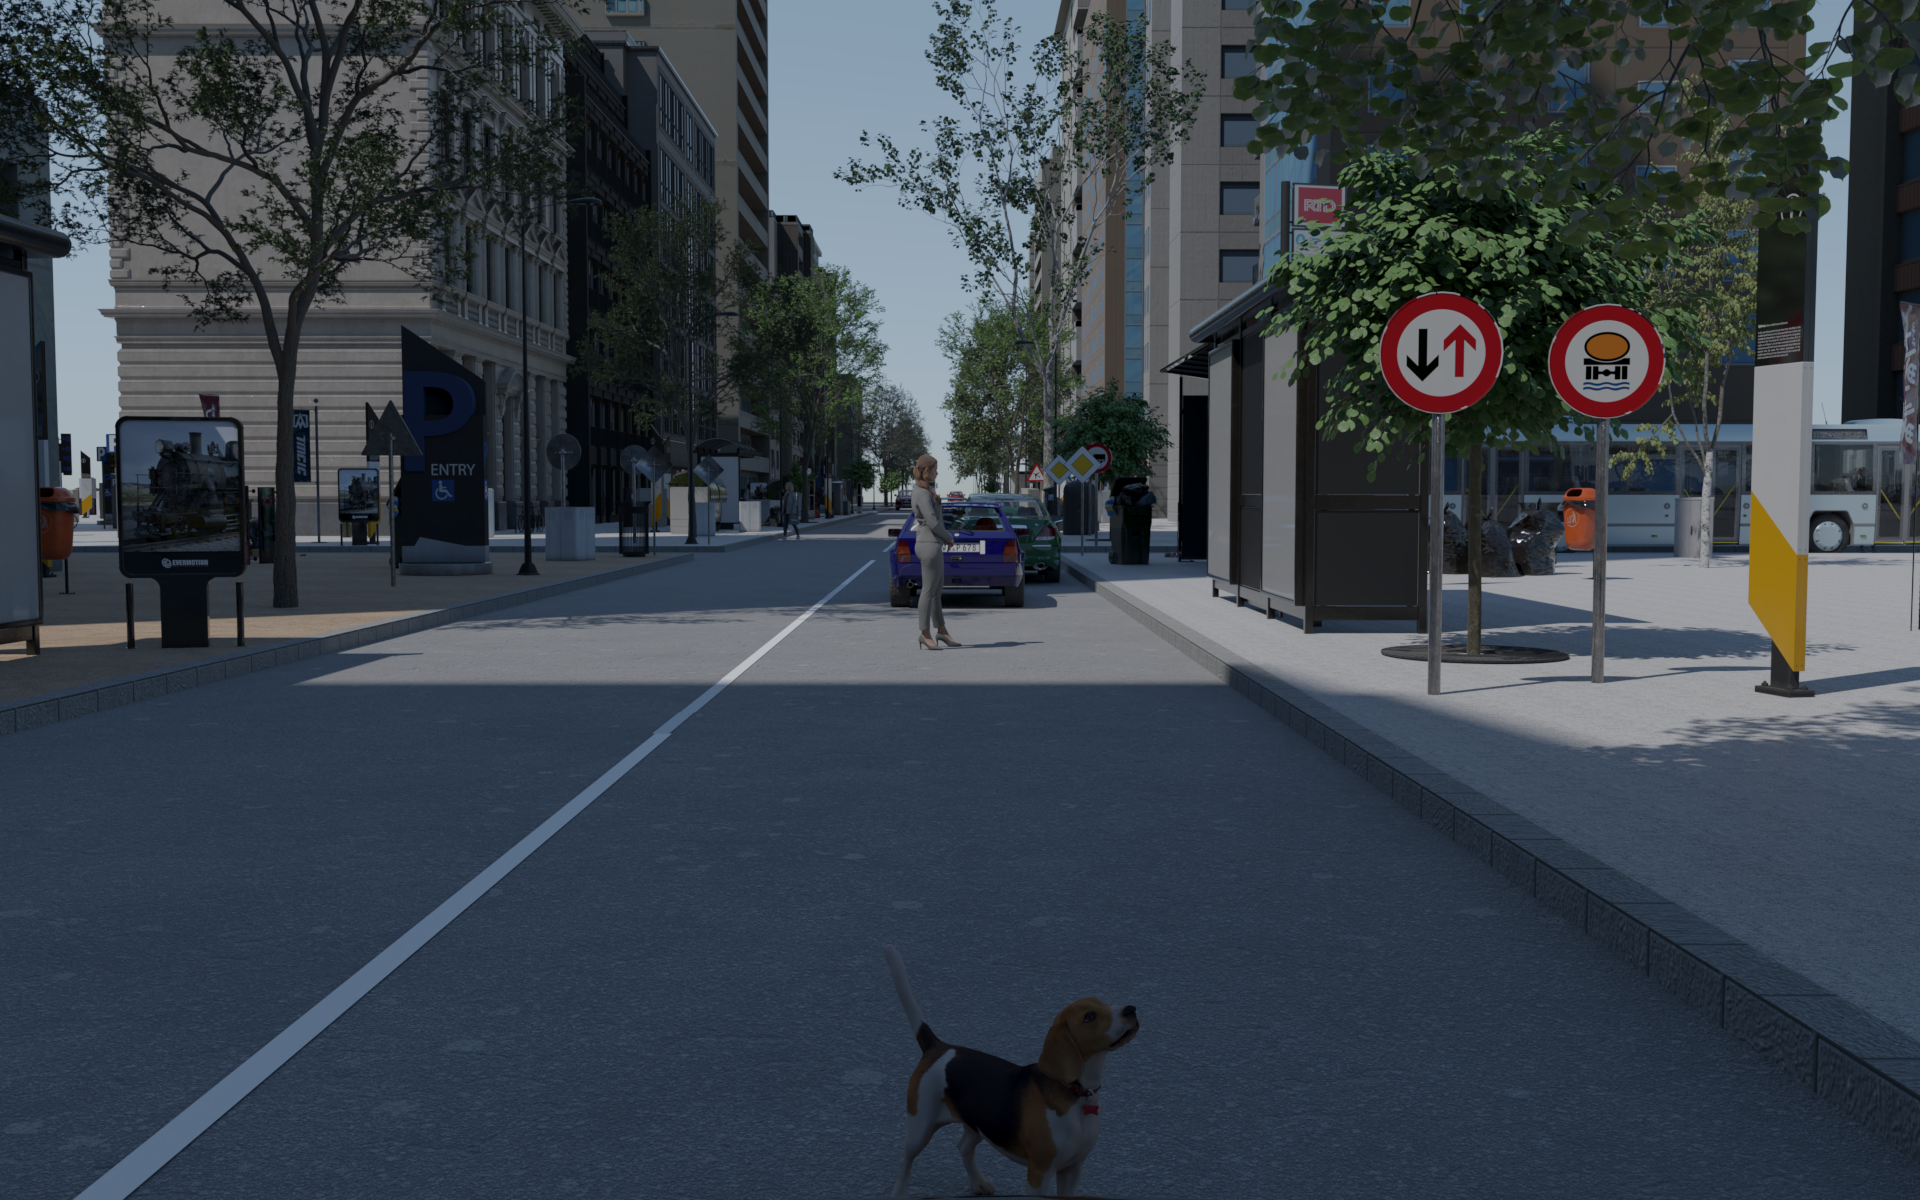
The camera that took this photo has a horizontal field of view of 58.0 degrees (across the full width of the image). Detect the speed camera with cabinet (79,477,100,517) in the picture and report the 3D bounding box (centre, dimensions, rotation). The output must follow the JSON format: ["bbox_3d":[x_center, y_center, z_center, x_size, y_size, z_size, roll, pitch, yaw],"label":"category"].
[{"bbox_3d":[-47.911,-6.237,96.312,0.660,3.252,2.038,2,4,24],"label":"speed camera with cabinet"}]

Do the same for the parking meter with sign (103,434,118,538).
[{"bbox_3d":[-24.519,-3.351,51.042,0.543,3.016,1.738,0,4,-6],"label":"parking meter with sign"}]

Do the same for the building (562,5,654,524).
[{"bbox_3d":[-21.675,-15.296,79.765,12.332,23.373,15.834,0,4,0],"label":"building"}]

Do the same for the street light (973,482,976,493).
[{"bbox_3d":[1.870,-13.595,194.818,1.470,5.913,1.316,0,4,0],"label":"street light"}]

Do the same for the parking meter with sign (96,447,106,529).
[{"bbox_3d":[-31.045,-4.160,64.273,0.543,3.016,1.738,2,4,28],"label":"parking meter with sign"}]

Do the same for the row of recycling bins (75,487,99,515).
[{"bbox_3d":[-53.405,-6.074,106.419,1.069,1.692,3.534,0,4,1],"label":"row of recycling bins"}]

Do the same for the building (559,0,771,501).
[{"bbox_3d":[-26.014,-30.920,129.241,21.300,48.544,21.600,0,4,0],"label":"building"}]

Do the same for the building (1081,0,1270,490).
[{"bbox_3d":[18.072,-30.644,151.132,14.600,45.320,14.200,0,4,0],"label":"building"}]

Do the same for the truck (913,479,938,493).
[{"bbox_3d":[-4.147,-13.783,215.116,2.967,4.110,18.799,0,3,0],"label":"truck"}]

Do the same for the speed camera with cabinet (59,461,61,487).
[{"bbox_3d":[-24.702,-3.155,45.924,2.038,3.252,0.660,2,4,30],"label":"speed camera with cabinet"}]

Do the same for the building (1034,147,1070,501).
[{"bbox_3d":[21.307,-37.561,237.826,21.300,48.544,21.600,0,4,0],"label":"building"}]

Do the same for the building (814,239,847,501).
[{"bbox_3d":[-31.972,-33.289,236.158,32.217,40.220,23.993,0,4,0],"label":"building"}]

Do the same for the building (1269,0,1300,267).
[{"bbox_3d":[17.789,-29.777,136.958,14.600,45.320,14.200,0,4,0],"label":"building"}]

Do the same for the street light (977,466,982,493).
[{"bbox_3d":[2.116,-9.577,129.127,1.470,5.913,1.316,0,4,0],"label":"street light"}]

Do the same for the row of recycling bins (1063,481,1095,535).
[{"bbox_3d":[3.852,-2.961,55.528,1.069,1.692,3.534,0,4,7],"label":"row of recycling bins"}]

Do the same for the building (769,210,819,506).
[{"bbox_3d":[-22.466,-24.846,177.931,14.160,30.474,14.107,0,4,0],"label":"building"}]

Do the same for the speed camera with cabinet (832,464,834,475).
[{"bbox_3d":[-8.198,-7.257,112.995,0.660,3.252,2.038,0,4,4],"label":"speed camera with cabinet"}]

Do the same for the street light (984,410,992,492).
[{"bbox_3d":[2.148,-7.556,96.087,1.470,5.913,1.316,0,4,0],"label":"street light"}]

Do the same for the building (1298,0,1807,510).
[{"bbox_3d":[18.168,-24.955,58.129,14.200,45.320,14.600,0,4,0],"label":"building"}]

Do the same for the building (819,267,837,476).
[{"bbox_3d":[-22.943,-27.264,217.470,14.160,30.474,14.107,0,4,0],"label":"building"}]

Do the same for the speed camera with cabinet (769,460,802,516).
[{"bbox_3d":[-10.171,-6.585,101.993,2.038,3.252,0.660,1,4,12],"label":"speed camera with cabinet"}]

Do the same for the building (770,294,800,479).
[{"bbox_3d":[-29.565,-19.049,156.483,27.650,21.520,28.899,0,4,0],"label":"building"}]

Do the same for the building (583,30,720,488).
[{"bbox_3d":[-22.470,-18.716,99.514,14.314,27.812,24.014,0,4,0],"label":"building"}]

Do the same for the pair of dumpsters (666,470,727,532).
[{"bbox_3d":[-8.826,-3.398,58.047,1.574,2.255,4.437,0,4,0],"label":"pair of dumpsters"}]

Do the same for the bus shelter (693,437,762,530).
[{"bbox_3d":[-8.698,-4.335,64.803,2.014,3.302,5.546,0,4,0],"label":"bus shelter"}]

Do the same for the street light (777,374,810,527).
[{"bbox_3d":[-6.373,-5.772,66.916,1.470,5.913,1.316,0,4,0],"label":"street light"}]

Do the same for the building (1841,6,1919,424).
[{"bbox_3d":[47.689,-24.929,62.216,28.867,44.769,22.147,0,4,0],"label":"building"}]

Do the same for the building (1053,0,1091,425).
[{"bbox_3d":[24.288,-35.693,172.823,28.713,52.752,27.495,0,4,0],"label":"building"}]

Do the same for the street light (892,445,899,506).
[{"bbox_3d":[-6.599,-11.718,164.133,1.470,5.913,1.316,0,4,0],"label":"street light"}]

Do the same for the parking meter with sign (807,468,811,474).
[{"bbox_3d":[-9.561,-7.422,117.616,1.738,3.016,0.543,-3,5,-43],"label":"parking meter with sign"}]

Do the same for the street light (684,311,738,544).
[{"bbox_3d":[-6.334,-4.380,44.153,1.470,5.913,1.316,0,4,0],"label":"street light"}]

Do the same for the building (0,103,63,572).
[{"bbox_3d":[-30.398,-42.955,14.993,31.000,86.520,22.319,0,4,0],"label":"building"}]

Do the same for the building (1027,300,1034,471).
[{"bbox_3d":[16.901,-29.647,256.434,14.160,30.474,14.107,0,4,0],"label":"building"}]

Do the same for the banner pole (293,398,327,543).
[{"bbox_3d":[-17.047,-3.381,45.295,0.863,3.779,0.401,-1,4,-16],"label":"banner pole"}]

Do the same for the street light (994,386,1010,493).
[{"bbox_3d":[2.292,-6.222,74.275,1.470,5.913,1.316,0,4,0],"label":"street light"}]

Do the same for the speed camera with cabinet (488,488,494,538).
[{"bbox_3d":[-14.665,-3.431,50.436,2.038,3.252,0.660,-3,4,-36],"label":"speed camera with cabinet"}]

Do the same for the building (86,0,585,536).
[{"bbox_3d":[-20.838,-14.217,61.325,11.050,23.489,19.941,0,4,0],"label":"building"}]

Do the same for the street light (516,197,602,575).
[{"bbox_3d":[-6.305,-3.348,27.278,1.470,5.913,1.316,0,4,0],"label":"street light"}]

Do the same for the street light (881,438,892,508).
[{"bbox_3d":[-6.532,-10.384,142.321,1.470,5.913,1.316,0,4,0],"label":"street light"}]

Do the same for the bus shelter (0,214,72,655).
[{"bbox_3d":[-8.136,-1.944,9.418,2.179,5.291,8.768,0,4,0],"label":"bus shelter"}]

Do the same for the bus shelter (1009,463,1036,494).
[{"bbox_3d":[4.159,-7.375,114.501,2.014,3.302,5.546,0,4,0],"label":"bus shelter"}]

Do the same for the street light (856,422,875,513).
[{"bbox_3d":[-6.414,-8.496,111.451,1.470,5.913,1.316,0,4,0],"label":"street light"}]

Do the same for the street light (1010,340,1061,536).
[{"bbox_3d":[2.355,-4.887,52.446,1.470,5.913,1.316,0,4,0],"label":"street light"}]

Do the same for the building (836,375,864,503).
[{"bbox_3d":[-29.282,-25.575,263.185,27.650,21.520,28.899,0,4,0],"label":"building"}]

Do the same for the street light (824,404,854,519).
[{"bbox_3d":[-6.280,-7.139,89.262,1.470,5.913,1.316,0,4,0],"label":"street light"}]

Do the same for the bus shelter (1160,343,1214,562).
[{"bbox_3d":[4.643,-2.349,29.695,1.731,3.624,6.357,0,4,0],"label":"bus shelter"}]

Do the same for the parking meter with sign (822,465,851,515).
[{"bbox_3d":[-7.457,-6.652,105.015,1.738,3.016,0.543,2,4,27],"label":"parking meter with sign"}]

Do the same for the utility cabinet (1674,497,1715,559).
[{"bbox_3d":[14.769,-1.451,34.887,0.306,1.237,1.020,0,4,-6],"label":"utility cabinet"}]

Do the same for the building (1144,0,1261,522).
[{"bbox_3d":[20.322,-33.553,90.590,21.231,58.520,28.212,0,4,0],"label":"building"}]

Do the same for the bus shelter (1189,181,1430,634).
[{"bbox_3d":[3.939,-2.590,19.977,2.179,5.291,8.768,0,4,0],"label":"bus shelter"}]

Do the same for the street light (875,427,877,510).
[{"bbox_3d":[-6.493,-9.040,120.344,1.470,5.913,1.316,0,4,0],"label":"street light"}]

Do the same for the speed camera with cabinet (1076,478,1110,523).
[{"bbox_3d":[6.038,-5.020,76.416,2.038,3.252,0.660,-3,4,-36],"label":"speed camera with cabinet"}]
